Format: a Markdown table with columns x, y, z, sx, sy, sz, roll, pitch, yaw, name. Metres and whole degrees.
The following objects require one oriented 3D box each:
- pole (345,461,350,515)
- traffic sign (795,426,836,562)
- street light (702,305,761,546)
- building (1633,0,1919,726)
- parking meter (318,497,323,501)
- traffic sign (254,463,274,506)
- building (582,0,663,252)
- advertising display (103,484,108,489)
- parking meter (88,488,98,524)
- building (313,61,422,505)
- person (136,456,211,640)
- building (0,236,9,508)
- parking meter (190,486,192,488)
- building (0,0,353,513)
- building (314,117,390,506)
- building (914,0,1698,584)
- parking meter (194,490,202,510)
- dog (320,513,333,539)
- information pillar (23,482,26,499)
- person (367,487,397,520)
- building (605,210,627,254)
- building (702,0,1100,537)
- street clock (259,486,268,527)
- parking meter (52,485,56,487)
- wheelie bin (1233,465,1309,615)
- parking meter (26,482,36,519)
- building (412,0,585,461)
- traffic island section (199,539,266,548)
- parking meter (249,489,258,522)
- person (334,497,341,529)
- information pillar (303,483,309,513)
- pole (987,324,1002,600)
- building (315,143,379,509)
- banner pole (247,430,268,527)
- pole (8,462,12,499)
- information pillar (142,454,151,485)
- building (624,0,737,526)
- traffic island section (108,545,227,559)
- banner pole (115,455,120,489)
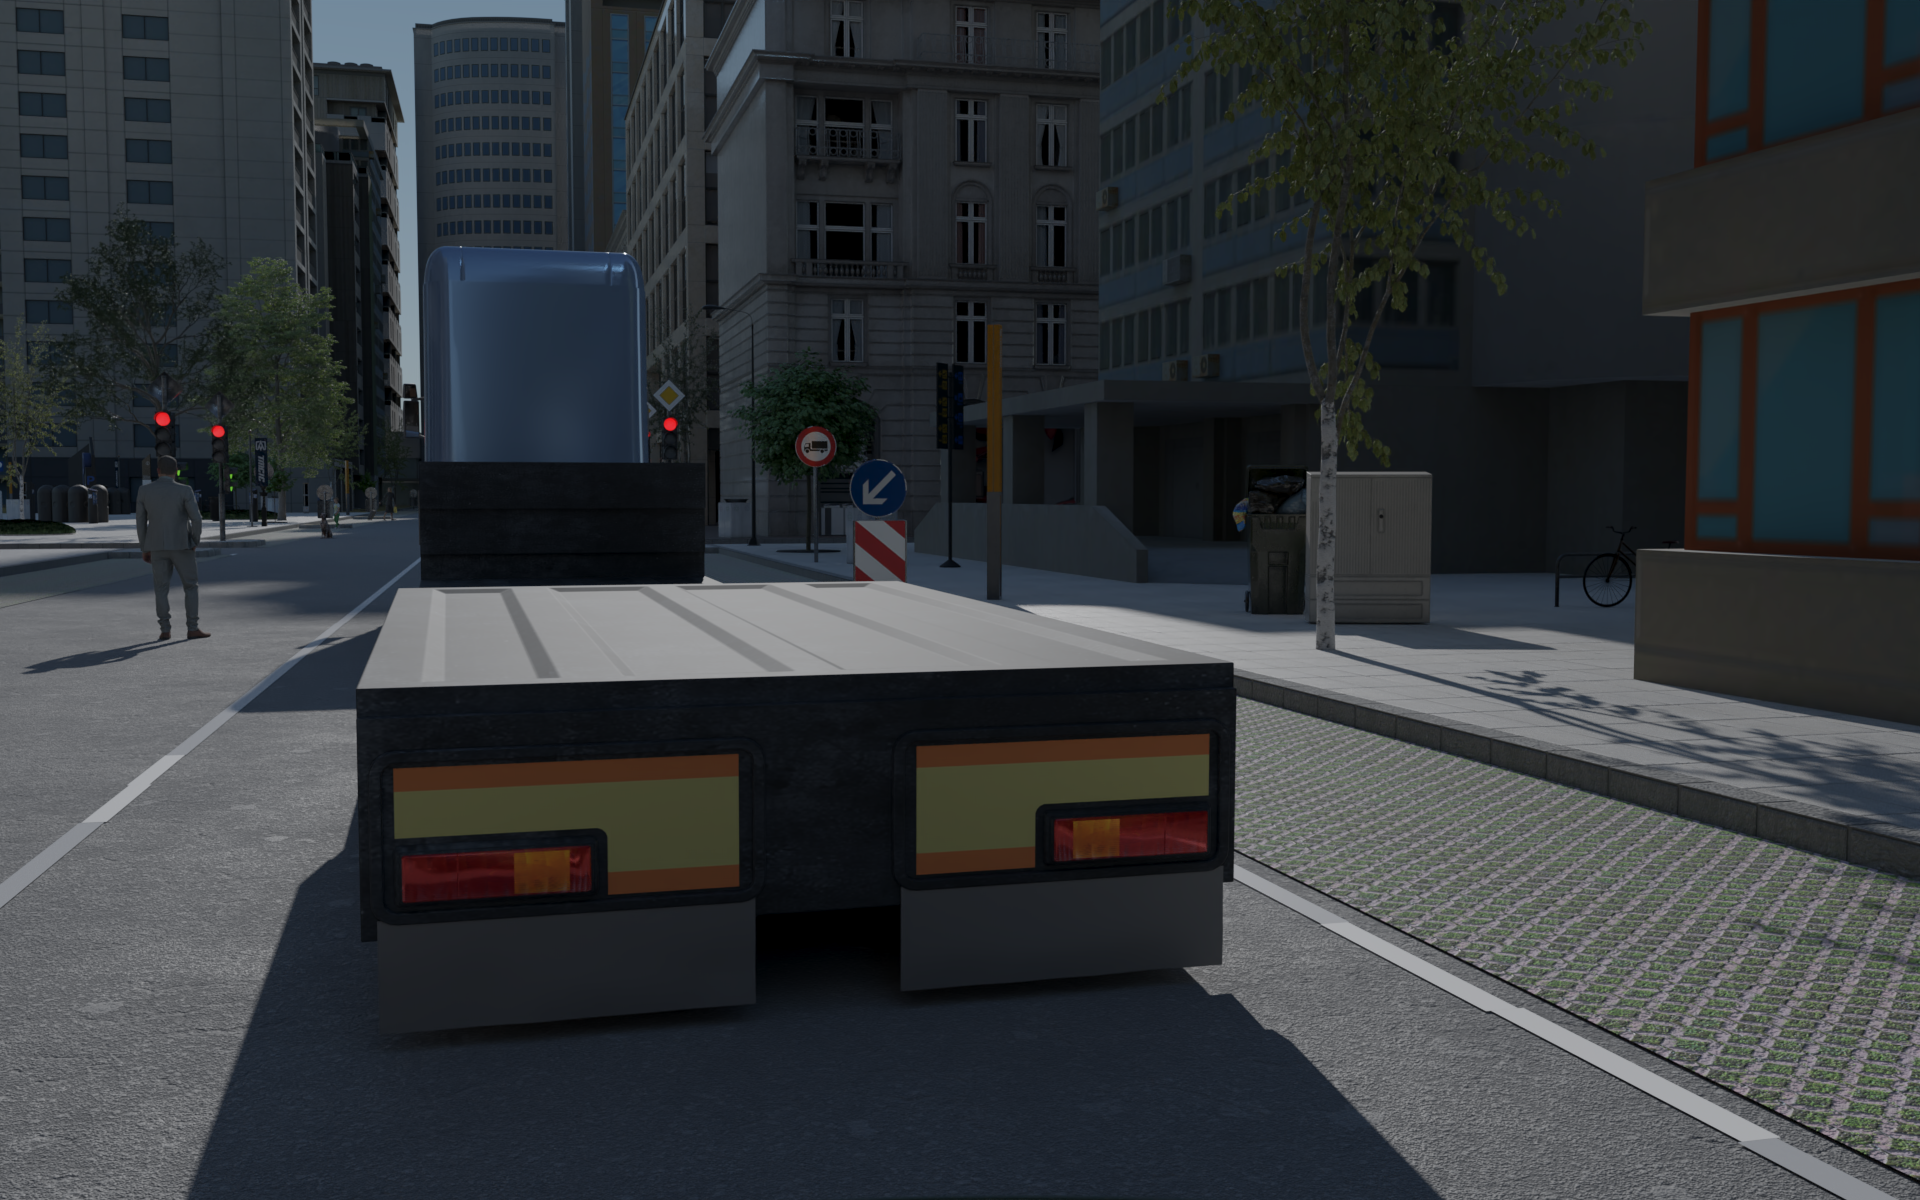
| x | y | z | sx | sy | sz | roll | pitch | yaw | name |
| --- | --- | --- | --- | --- | --- | --- | --- | --- | --- |
| -37.275 | -6.821 | 105.366 | 0.158 | 3.312 | 0.155 | 0 | 3 | 0 | pole |
| -2.698 | -1.978 | 32.445 | 0.768 | 2.556 | 0.104 | -1 | 4 | -10 | traffic sign |
| -5.651 | -4.297 | 42.804 | 1.470 | 5.913 | 1.316 | -1 | 4 | -15 | street light |
| 21.723 | -9.534 | 0.920 | 27.650 | 21.520 | 28.899 | -1 | 4 | -15 | building |
| -42.695 | -6.555 | 115.591 | 0.372 | 1.533 | 0.369 | 0 | 3 | 0 | parking meter |
| -27.636 | -4.200 | 68.780 | 0.768 | 2.556 | 0.104 | 0 | 4 | -7 | traffic sign |
| -23.657 | -30.169 | 143.374 | 14.600 | 45.320 | 14.200 | -1 | 4 | -15 | building |
| -56.941 | -6.741 | 115.436 | 0.123 | 1.923 | 0.974 | -2 | 4 | -35 | advertising display |
| -37.622 | -4.082 | 75.153 | 0.372 | 1.533 | 0.369 | 0 | 3 | 0 | parking meter |
| -80.037 | -38.016 | 210.792 | 27.495 | 52.752 | 28.713 | -1 | 4 | -15 | building |
| -7.781 | -0.520 | 17.095 | 0.635 | 1.810 | 0.391 | -1 | 4 | -16 | person |
| -96.820 | -31.536 | 170.233 | 28.867 | 44.769 | 22.147 | -1 | 4 | -15 | building |
| -50.138 | -6.540 | 112.642 | 0.399 | 1.863 | 0.255 | -2 | 4 | -27 | parking meter |
| -55.723 | -42.007 | 125.061 | 20.563 | 71.187 | 20.611 | -1 | 4 | -15 | building |
| -70.062 | -29.399 | 172.562 | 23.993 | 40.220 | 32.217 | -1 | 4 | -15 | building |
| 16.337 | -20.955 | 34.492 | 32.217 | 40.220 | 23.993 | -1 | 4 | -15 | building |
| -44.392 | -5.657 | 100.907 | 0.372 | 1.533 | 0.369 | 0 | 3 | 0 | parking meter |
| -20.392 | -2.397 | 56.026 | 0.513 | 0.831 | 0.800 | 3 | 5 | 42 | dog |
| -59.026 | -6.413 | 109.349 | 0.304 | 2.012 | 0.304 | -1 | 4 | -11 | information pillar |
| -31.446 | -5.237 | 94.342 | 1.509 | 1.804 | 0.699 | 0 | 4 | 0 | person |
| -17.078 | -17.035 | 114.675 | 11.583 | 22.565 | 21.152 | -1 | 4 | -15 | building |
| 3.888 | -13.349 | 60.063 | 24.055 | 21.916 | 13.314 | -1 | 4 | -15 | building |
| -27.513 | -3.907 | 68.445 | 0.358 | 2.002 | 0.471 | -1 | 4 | -11 | street clock |
| -57.516 | -6.378 | 109.997 | 0.255 | 1.863 | 0.399 | -2 | 4 | -31 | parking meter |
| 3.431 | -0.654 | 18.595 | 0.980 | 1.594 | 0.693 | 0 | 4 | 6 | wheelie bin |
| -45.755 | -4.867 | 85.290 | 0.255 | 1.863 | 0.399 | 0 | 4 | -2 | parking meter |
| -51.994 | -41.071 | 213.515 | 28.212 | 58.520 | 21.231 | -1 | 4 | -15 | building |
| -20.213 | -1.539 | 47.443 | 2.009 | 0.180 | 2.903 | -1 | 4 | -15 | traffic island section |
| -32.649 | -4.381 | 80.038 | 0.372 | 1.533 | 0.369 | 0 | 3 | 0 | parking meter |
| -25.335 | -3.530 | 70.456 | 0.306 | 1.304 | 0.590 | 0 | 4 | 7 | person |
| -43.415 | -6.756 | 114.954 | 0.304 | 2.012 | 0.304 | -3 | 4 | -36 | information pillar |
| 0.419 | -1.659 | 20.968 | 0.158 | 3.312 | 0.155 | 0 | 3 | 0 | pole |
| -56.623 | -22.796 | 144.417 | 14.160 | 30.474 | 14.107 | -1 | 4 | -15 | building |
| -27.440 | -4.747 | 67.629 | 0.863 | 3.779 | 0.401 | -2 | 4 | -26 | banner pole |
| -60.706 | -7.150 | 110.746 | 0.158 | 3.312 | 0.155 | 0 | 3 | 0 | pole |
| -47.330 | -6.698 | 100.868 | 0.504 | 3.616 | 0.183 | 0 | 3 | 0 | information pillar |
| -5.982 | -17.348 | 88.158 | 19.350 | 26.468 | 34.151 | -1 | 4 | -15 | building |
| -18.167 | -1.067 | 39.724 | 2.009 | 0.180 | 2.903 | -1 | 4 | -15 | traffic island section |
| -54.183 | -7.427 | 111.448 | 0.401 | 3.779 | 0.863 | 0 | 4 | -3 | banner pole |
